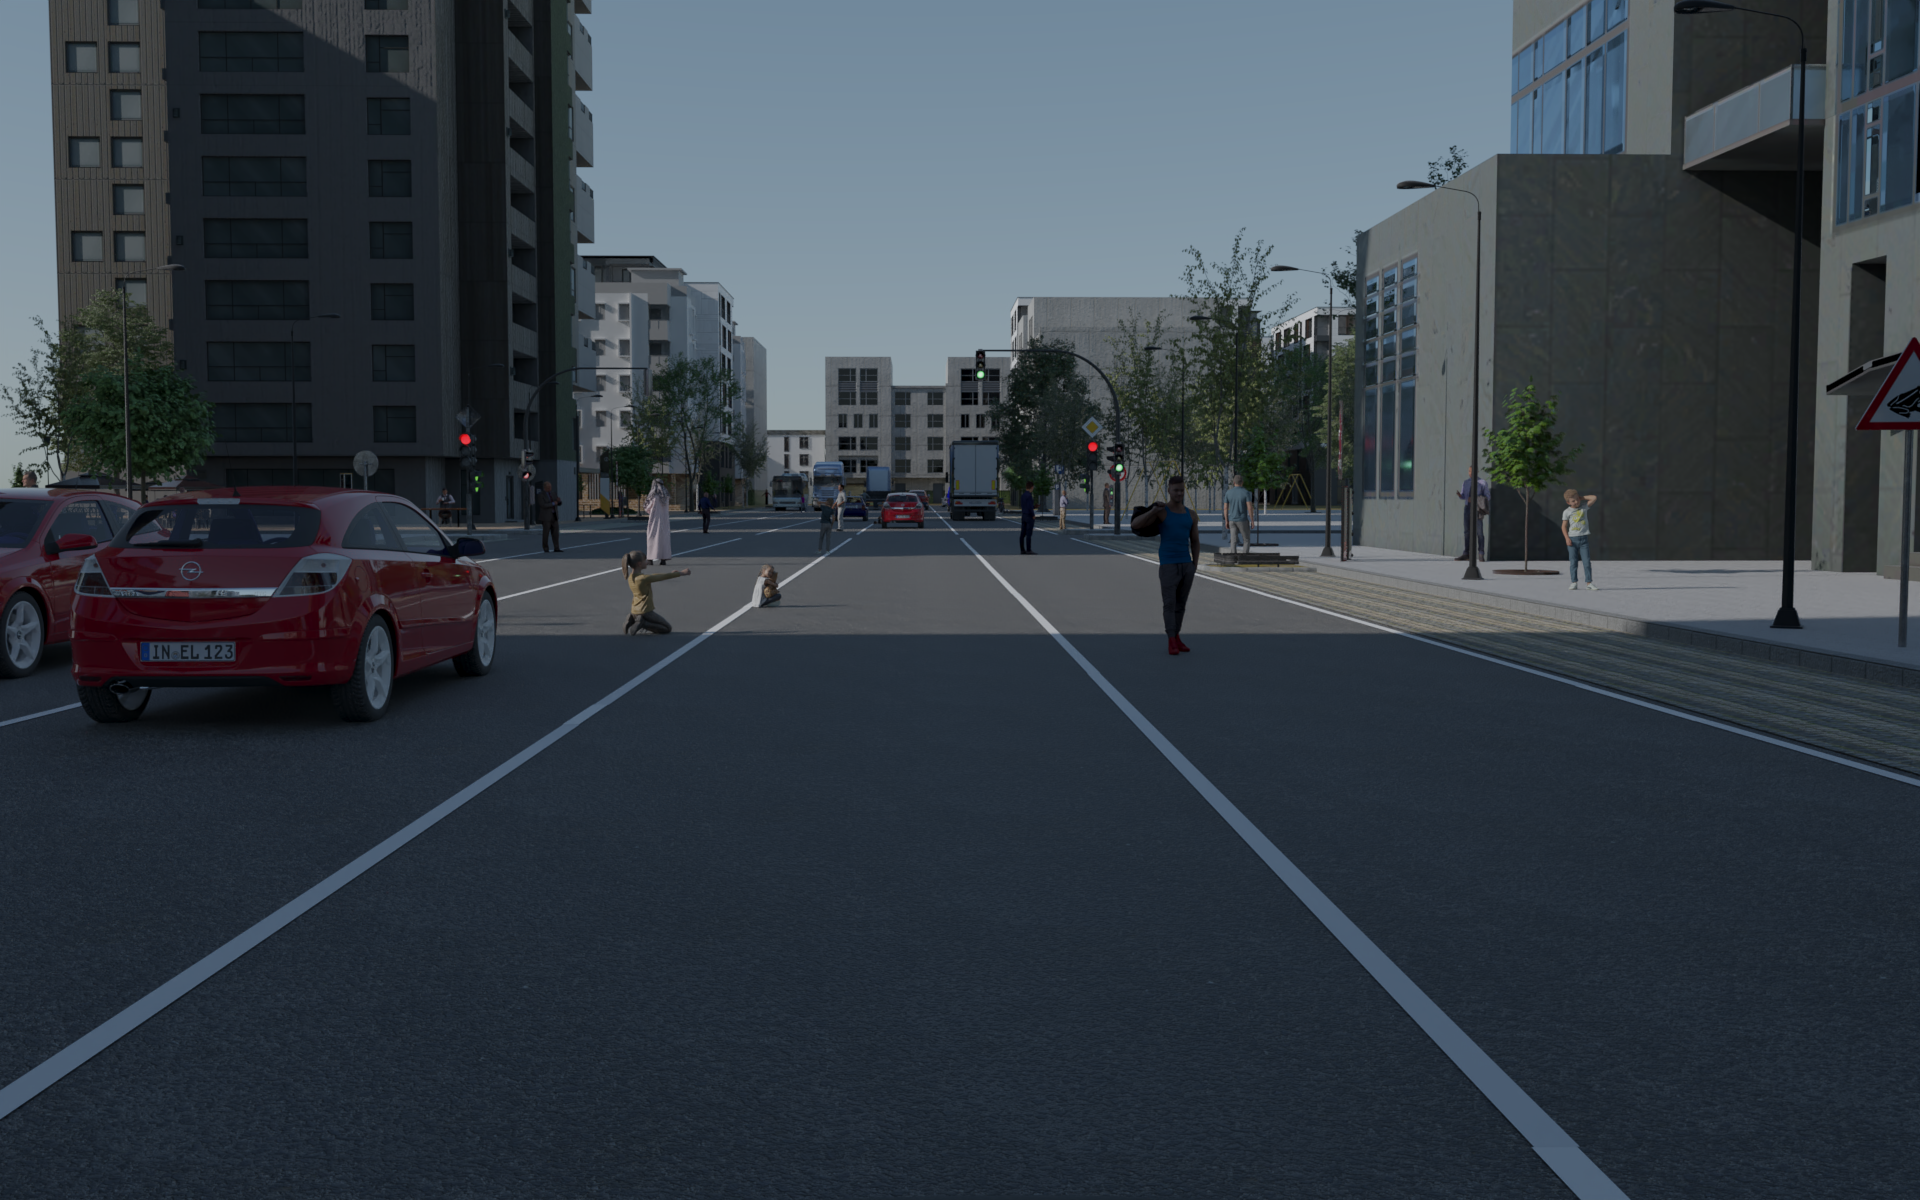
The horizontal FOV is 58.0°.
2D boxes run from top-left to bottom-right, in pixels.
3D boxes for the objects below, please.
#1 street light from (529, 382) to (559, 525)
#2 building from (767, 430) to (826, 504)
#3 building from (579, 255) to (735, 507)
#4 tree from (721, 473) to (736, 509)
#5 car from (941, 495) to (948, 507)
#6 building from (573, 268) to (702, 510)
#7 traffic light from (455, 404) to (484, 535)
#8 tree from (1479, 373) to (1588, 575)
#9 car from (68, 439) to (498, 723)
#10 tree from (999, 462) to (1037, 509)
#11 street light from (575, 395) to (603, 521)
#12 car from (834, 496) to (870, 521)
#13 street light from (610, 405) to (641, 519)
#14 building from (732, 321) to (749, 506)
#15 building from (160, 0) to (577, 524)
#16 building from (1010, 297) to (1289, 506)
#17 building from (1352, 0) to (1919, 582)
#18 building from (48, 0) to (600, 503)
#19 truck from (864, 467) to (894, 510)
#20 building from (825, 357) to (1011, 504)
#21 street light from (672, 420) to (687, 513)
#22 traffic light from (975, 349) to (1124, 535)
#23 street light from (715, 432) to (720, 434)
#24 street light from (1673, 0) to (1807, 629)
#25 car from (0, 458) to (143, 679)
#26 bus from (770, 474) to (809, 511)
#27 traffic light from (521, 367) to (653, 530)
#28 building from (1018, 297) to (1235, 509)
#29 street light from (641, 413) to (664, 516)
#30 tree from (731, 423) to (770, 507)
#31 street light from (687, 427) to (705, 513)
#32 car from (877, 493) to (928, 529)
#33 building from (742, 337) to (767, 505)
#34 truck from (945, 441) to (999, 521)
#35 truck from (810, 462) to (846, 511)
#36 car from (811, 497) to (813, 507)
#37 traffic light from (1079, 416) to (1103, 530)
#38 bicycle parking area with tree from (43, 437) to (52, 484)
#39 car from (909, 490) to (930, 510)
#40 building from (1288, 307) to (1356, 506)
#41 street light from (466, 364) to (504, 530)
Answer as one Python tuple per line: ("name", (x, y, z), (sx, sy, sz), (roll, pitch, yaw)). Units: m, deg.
("street light", (-17.244, -6.063, 71.679), (1.470, 5.913, 1.316), (0, 4, -1))
("building", (-31.641, -17.421, 226.987), (28.070, 9.664, 9.099), (0, 4, -1))
("building", (-37.100, -19.608, 164.559), (27.936, 21.610, 32.646), (0, 4, -1))
("tree", (-19.601, -9.335, 147.224), (1.663, 3.219, 1.824), (0, 3, 0))
("car", (-1.009, -10.801, 188.964), (2.083, 1.381, 4.827), (0, 4, -3))
("building", (-29.774, -17.516, 142.804), (16.016, 20.091, 11.380), (0, 4, -1))
("traffic light", (-15.333, -3.986, 54.090), (0.839, 4.253, 0.868), (0, 4, -1))
("tree", (9.238, -2.030, 27.786), (1.663, 3.219, 1.824), (0, 3, 0))
("car", (-4.588, -0.202, 12.349), (2.155, 1.783, 4.494), (0, 4, -1))
("tree", (5.046, -9.937, 146.178), (4.285, 4.588, 4.351), (0, 3, 0))
("street light", (-17.381, -6.638, 81.078), (1.470, 5.913, 1.316), (0, 4, -1))
("car", (-5.783, -4.891, 92.540), (1.945, 1.354, 3.894), (0, 4, -2))
("street light", (-17.651, -7.213, 90.473), (1.470, 5.913, 1.316), (0, 4, -1))
("building", (-31.041, -20.202, 186.730), (16.016, 20.091, 11.380), (0, 4, -1))
("building", (-25.823, -18.736, 78.035), (14.160, 30.474, 14.107), (0, 4, -1))
("building", (19.509, -21.540, 196.155), (27.936, 21.610, 32.646), (0, 4, -1))
("building", (21.426, -43.618, 25.822), (22.319, 86.520, 31.000), (0, 4, -1))
("building", (-39.409, -32.040, 113.089), (28.713, 52.752, 27.495), (0, 4, -1))
("truck", (-7.816, -10.668, 164.187), (2.967, 4.110, 18.799), (0, 4, -2))
("building", (-1.772, -22.328, 231.516), (31.486, 18.905, 16.747), (0, 4, -1))
("street light", (-18.230, -8.362, 109.264), (1.470, 5.913, 1.316), (0, 4, -1))
("traffic light", (2.853, -4.877, 54.405), (4.771, 5.953, 1.251), (0, 4, -1))
("street light", (-18.606, -9.617, 129.776), (1.470, 5.913, 1.316), (0, 4, -1))
("street light", (7.394, -2.685, 16.435), (1.470, 5.913, 1.316), (0, 4, -1))
("car", (-8.208, -0.349, 14.747), (2.155, 1.783, 4.494), (0, 4, -1))
("bus", (-14.697, -9.518, 150.471), (2.948, 3.499, 13.247), (0, 4, -3))
("traffic light", (-13.438, -5.351, 62.159), (4.771, 5.953, 1.251), (0, 4, -1))
("building", (14.774, -18.201, 164.047), (16.747, 18.905, 31.486), (0, 4, -1))
("street light", (-17.990, -7.788, 99.867), (1.470, 5.913, 1.316), (0, 4, -1))
("tree", (-20.791, -13.479, 170.740), (4.737, 8.622, 4.395), (0, 3, 0))
("street light", (-18.326, -8.973, 119.251), (1.470, 5.913, 1.316), (0, 4, -1))
("car", (-2.436, -3.935, 73.371), (2.155, 1.783, 4.494), (0, 4, -2))
("building", (-39.115, -20.579, 202.927), (31.486, 18.905, 16.747), (0, 4, -1))
("truck", (0.674, -6.583, 96.553), (2.839, 4.237, 11.283), (0, 4, -1))
("truck", (-11.004, -9.765, 149.417), (2.967, 4.110, 18.799), (0, 4, -2))
("car", (-15.341, -11.104, 190.353), (1.959, 1.807, 4.718), (0, 4, -3))
("traffic light", (4.748, -4.505, 62.580), (0.839, 4.253, 0.868), (0, 4, -1))
("bicycle parking area with tree", (-47.816, -6.074, 86.320), (8.231, 4.147, 9.016), (2, 4, 26))
("car", (-3.835, -9.008, 155.957), (2.281, 1.827, 5.304), (0, 4, -1))
("building", (54.834, -21.758, 199.716), (32.646, 21.610, 27.936), (0, 4, -1))
("street light", (-16.964, -5.467, 61.929), (1.470, 5.913, 1.316), (0, 4, -1))
